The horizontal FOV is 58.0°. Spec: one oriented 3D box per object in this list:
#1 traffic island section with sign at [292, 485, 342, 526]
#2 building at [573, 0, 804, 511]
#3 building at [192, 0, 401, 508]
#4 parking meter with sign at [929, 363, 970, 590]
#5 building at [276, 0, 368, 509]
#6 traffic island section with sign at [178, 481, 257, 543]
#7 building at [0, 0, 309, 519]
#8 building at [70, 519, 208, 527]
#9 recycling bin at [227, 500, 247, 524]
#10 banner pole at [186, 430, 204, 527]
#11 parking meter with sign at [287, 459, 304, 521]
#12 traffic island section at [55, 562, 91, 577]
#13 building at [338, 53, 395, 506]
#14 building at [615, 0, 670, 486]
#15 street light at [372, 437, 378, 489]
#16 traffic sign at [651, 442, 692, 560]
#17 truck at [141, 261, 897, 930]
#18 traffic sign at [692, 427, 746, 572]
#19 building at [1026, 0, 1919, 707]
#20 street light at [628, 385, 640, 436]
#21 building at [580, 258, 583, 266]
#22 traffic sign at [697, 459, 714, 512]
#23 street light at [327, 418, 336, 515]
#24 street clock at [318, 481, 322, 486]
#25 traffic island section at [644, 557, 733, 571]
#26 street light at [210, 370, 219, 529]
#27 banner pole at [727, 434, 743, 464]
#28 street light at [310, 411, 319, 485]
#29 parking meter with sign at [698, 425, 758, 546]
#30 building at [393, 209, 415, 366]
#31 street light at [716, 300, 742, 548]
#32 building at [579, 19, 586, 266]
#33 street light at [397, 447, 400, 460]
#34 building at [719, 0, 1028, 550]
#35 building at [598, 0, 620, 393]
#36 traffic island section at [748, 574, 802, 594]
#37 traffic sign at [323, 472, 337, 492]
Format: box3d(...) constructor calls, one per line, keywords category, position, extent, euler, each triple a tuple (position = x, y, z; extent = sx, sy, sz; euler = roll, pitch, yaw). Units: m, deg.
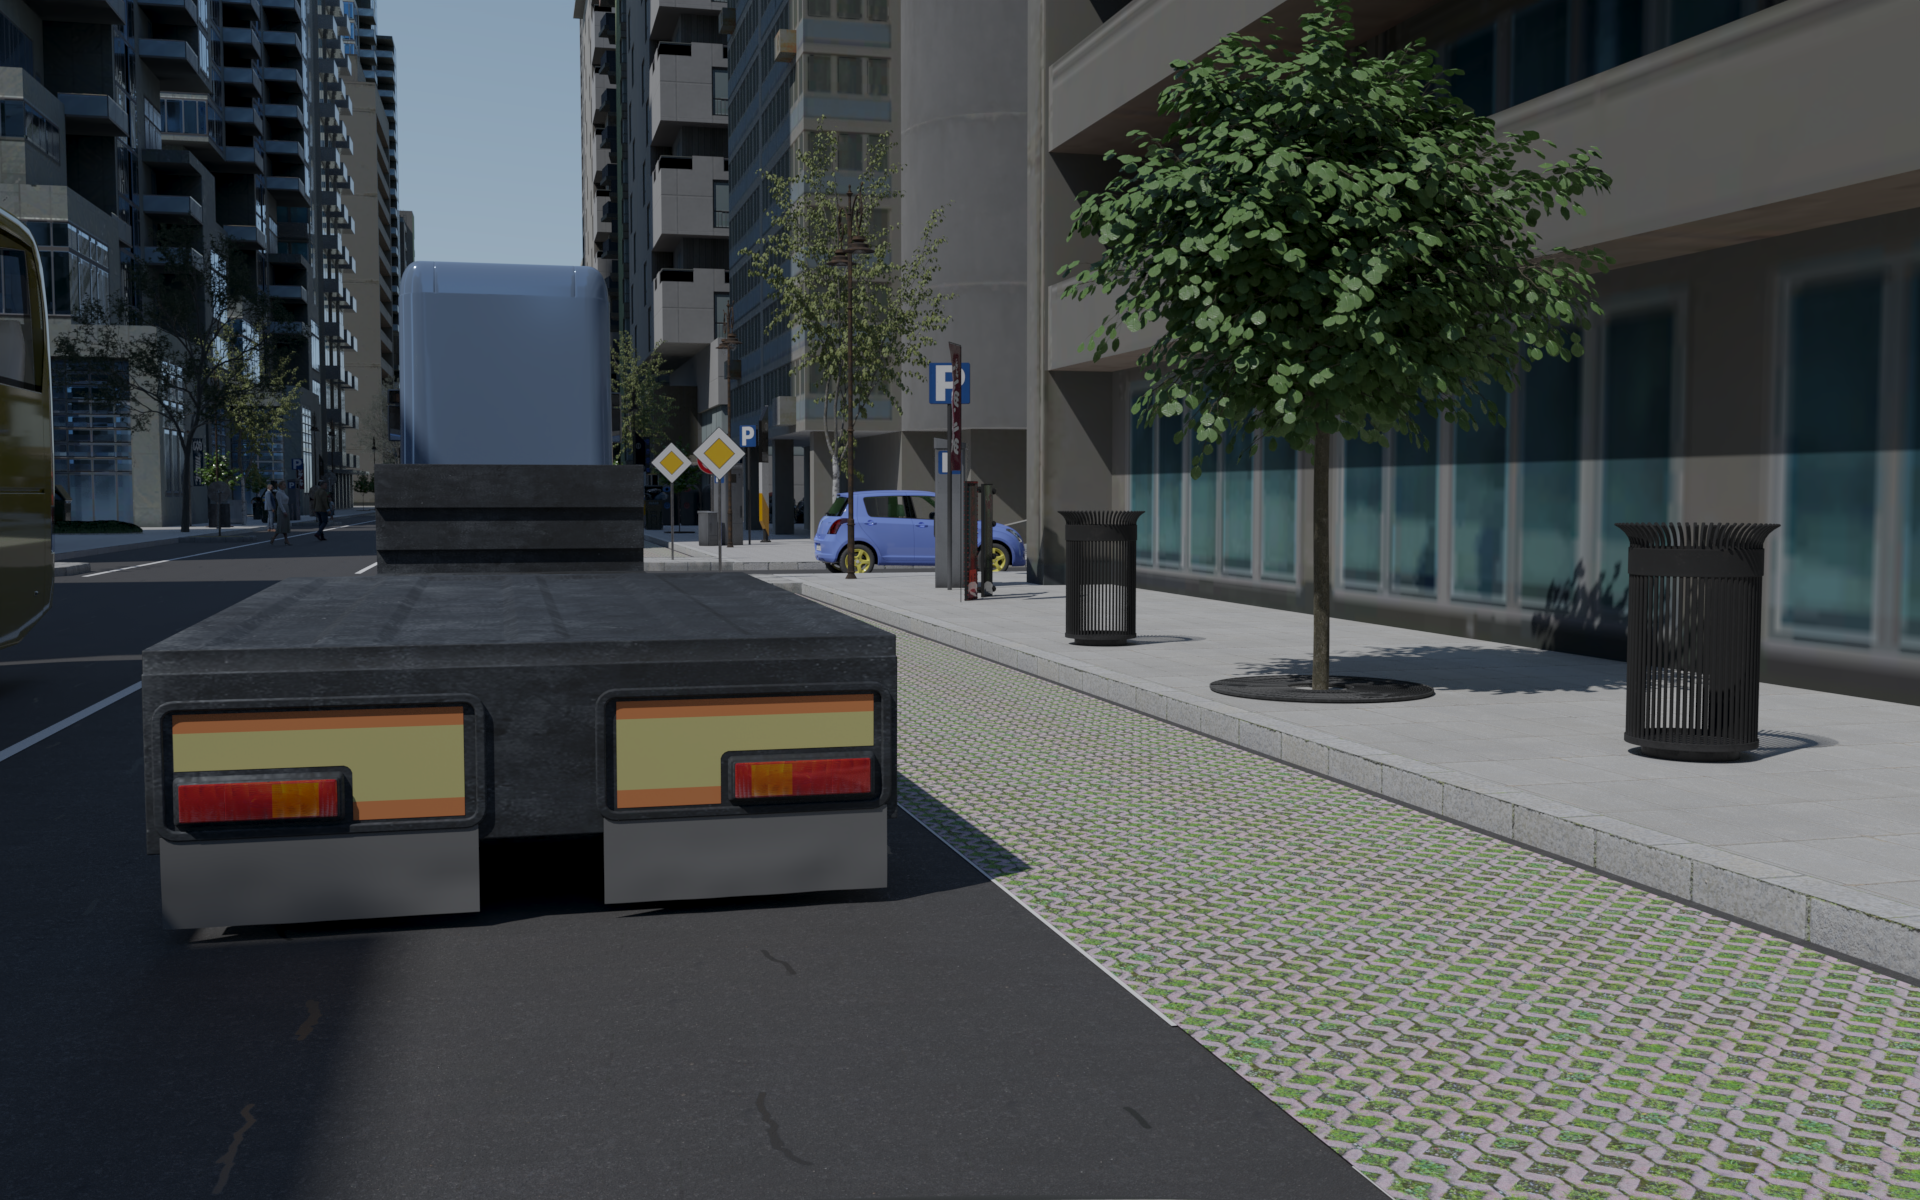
box3d(category="traffic island section with sign", position=(-29.055, -4.261, 78.290), extent=(1.989, 1.847, 2.006), euler=(-1, 4, -14))
box3d(category="building", position=(-22.100, -35.410, 168.195), extent=(28.713, 52.752, 27.495), euler=(-1, 4, -14))
box3d(category="building", position=(-80.903, -55.341, 217.488), extent=(22.319, 86.520, 31.000), euler=(-1, 4, -14))
box3d(category="parking meter with sign", position=(-0.095, -1.689, 23.869), extent=(0.543, 3.016, 1.738), euler=(0, 4, 3))
box3d(category="building", position=(-62.792, -32.079, 144.101), extent=(23.786, 49.044, 30.456), euler=(-1, 4, -14))
box3d(category="traffic island section with sign", position=(-22.328, -2.664, 52.185), extent=(1.989, 1.847, 2.006), euler=(-1, 4, -14))
box3d(category="building", position=(-53.914, -48.949, 112.993), extent=(22.319, 86.520, 31.000), euler=(-1, 4, -14))
box3d(category="building", position=(-45.446, -46.707, 76.334), extent=(22.319, 86.520, 31.000), euler=(-1, 4, -14))
box3d(category="recycling bin", position=(-30.839, -3.751, 73.888), extent=(0.722, 1.027, 0.722), euler=(-1, 4, -18))
box3d(category="banner pole", position=(-30.040, -4.769, 67.996), extent=(0.401, 3.779, 0.863), euler=(2, 4, 33))
box3d(category="parking meter with sign", position=(-32.464, -5.385, 84.312), extent=(0.543, 3.016, 1.738), euler=(0, 4, -5))
box3d(category="traffic island section", position=(-16.804, -0.526, 30.874), extent=(2.009, 0.180, 2.903), euler=(-1, 4, -14))
box3d(category="building", position=(-75.164, -34.820, 193.015), extent=(21.300, 48.544, 21.600), euler=(-1, 4, -14))
box3d(category="building", position=(-16.432, -26.616, 118.761), extent=(14.154, 41.232, 14.086), euler=(-1, 4, -14))
box3d(category="street light", position=(-46.322, -10.048, 137.071), extent=(0.468, 5.910, 1.993), euler=(-1, 4, -14))
box3d(category="traffic sign", position=(-5.600, -1.837, 33.674), extent=(0.795, 2.450, 0.064), euler=(-1, 4, -14))
box3d(category="truck", position=(-3.797, -1.524, 14.670), extent=(2.967, 4.110, 18.799), euler=(-1, 4, -15))
box3d(category="traffic sign", position=(-3.602, -1.364, 25.942), extent=(0.795, 2.450, 0.064), euler=(-1, 4, -14))
box3d(category="building", position=(13.898, -24.003, 16.155), extent=(21.300, 48.544, 21.600), euler=(-1, 4, -14))
box3d(category="street light", position=(-13.801, -6.154, 73.408), extent=(0.468, 5.910, 1.993), euler=(-1, 4, -14))
box3d(category="building", position=(-42.278, -34.339, 253.321), extent=(32.217, 40.220, 23.993), euler=(-1, 4, -14))
box3d(category="traffic sign", position=(-6.302, -2.689, 44.075), extent=(0.768, 2.556, 0.104), euler=(0, 4, -5))
box3d(category="street light", position=(-37.916, -8.063, 104.620), extent=(0.468, 5.910, 1.993), euler=(-1, 4, -14))
box3d(category="street clock", position=(-36.269, -5.740, 98.426), extent=(0.471, 2.002, 0.358), euler=(3, 5, 44))
box3d(category="traffic island section", position=(-5.579, -0.702, 33.757), extent=(2.009, 0.180, 2.903), euler=(-1, 4, -14))
box3d(category="street light", position=(-27.517, -5.586, 64.116), extent=(0.468, 5.910, 1.993), euler=(-1, 4, -14))
box3d(category="banner pole", position=(-9.369, -4.998, 71.734), extent=(0.863, 3.779, 0.401), euler=(-1, 4, -20))
box3d(category="street light", position=(-36.015, -7.582, 96.761), extent=(0.468, 5.910, 1.993), euler=(-1, 4, -14))
box3d(category="parking meter with sign", position=(-5.813, -2.875, 43.260), extent=(0.543, 3.016, 1.738), euler=(2, 4, 34))
box3d(category="building", position=(-83.424, -34.122, 241.485), extent=(14.154, 41.232, 14.086), euler=(-1, 4, -14))
box3d(category="street light", position=(-5.513, -4.196, 41.387), extent=(0.468, 5.910, 1.993), euler=(-1, 4, -14))
box3d(category="building", position=(-41.254, -48.333, 228.500), extent=(20.563, 71.187, 20.611), euler=(-1, 4, -14))
box3d(category="street light", position=(-54.657, -12.006, 169.080), extent=(0.468, 5.910, 1.993), euler=(-1, 4, -14))
box3d(category="building", position=(5.402, -22.190, 54.686), extent=(23.993, 40.220, 32.217), euler=(-1, 4, -14))
box3d(category="building", position=(-17.550, -29.717, 140.502), extent=(22.147, 44.769, 28.867), euler=(-1, 4, -14))
box3d(category="traffic island section", position=(-3.582, -0.229, 26.025), extent=(2.009, 0.180, 2.903), euler=(-1, 4, -14))
box3d(category="traffic sign", position=(-36.919, -6.202, 101.500), extent=(0.768, 2.556, 0.104), euler=(-1, 4, -13))
